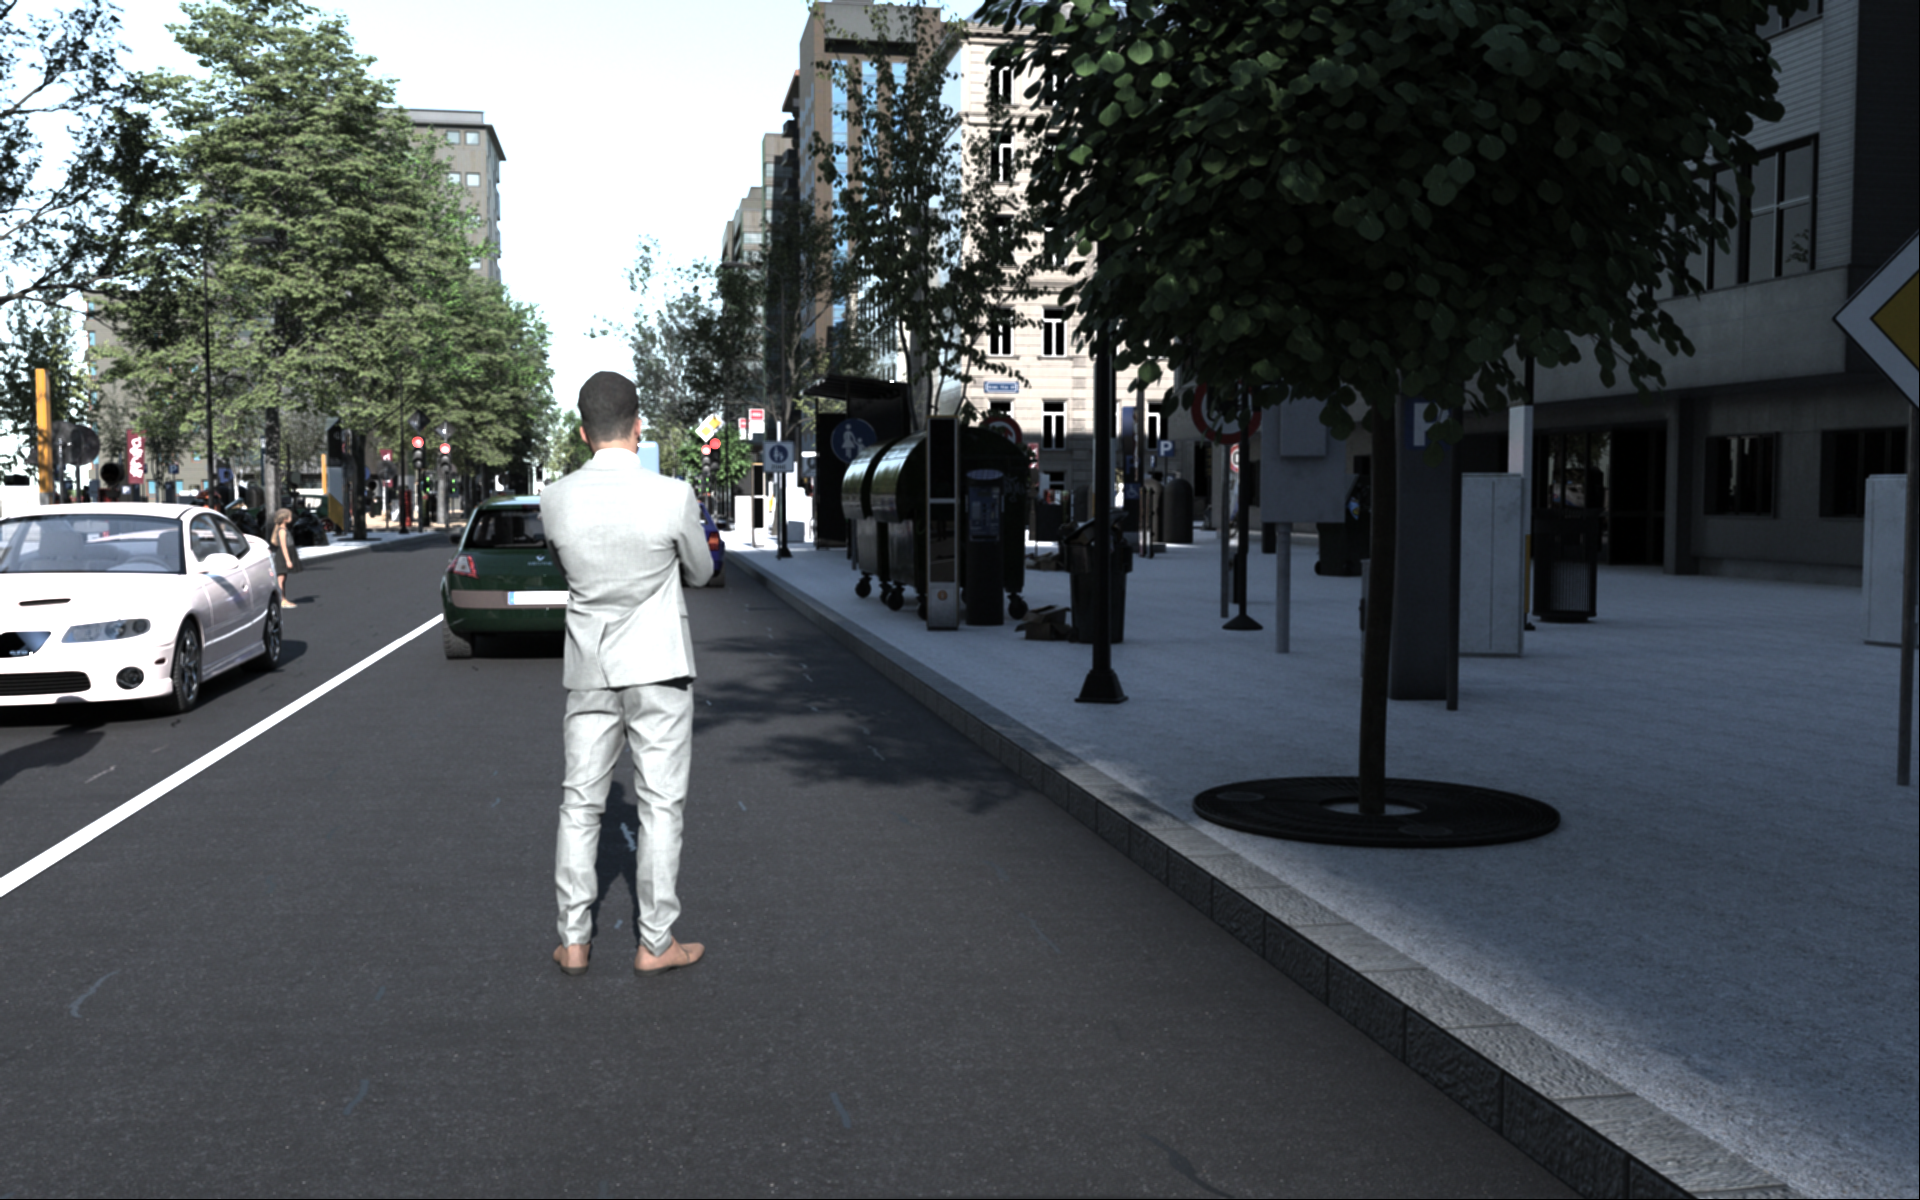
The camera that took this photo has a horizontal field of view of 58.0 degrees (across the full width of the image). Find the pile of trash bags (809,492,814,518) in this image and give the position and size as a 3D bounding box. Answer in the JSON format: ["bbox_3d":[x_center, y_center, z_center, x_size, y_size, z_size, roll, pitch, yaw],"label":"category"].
[{"bbox_3d":[-8.388,-5.237,95.384,1.912,1.369,3.447,0,4,7],"label":"pile of trash bags"}]

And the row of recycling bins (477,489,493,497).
[{"bbox_3d":[-35.963,-7.753,133.867,3.534,1.692,1.069,-1,4,-9],"label":"row of recycling bins"}]

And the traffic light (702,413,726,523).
[{"bbox_3d":[-8.339,-4.275,58.825,0.839,4.253,0.868,-1,4,-10],"label":"traffic light"}]

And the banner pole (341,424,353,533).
[{"bbox_3d":[-20.154,-4.087,56.838,0.401,3.779,0.863,0,4,-3],"label":"banner pole"}]

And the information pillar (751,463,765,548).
[{"bbox_3d":[-4.858,-2.273,41.658,0.304,2.012,0.304,-1,4,-14],"label":"information pillar"}]

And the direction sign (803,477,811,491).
[{"bbox_3d":[-11.543,-8.543,131.669,0.876,3.537,0.379,-3,4,-37],"label":"direction sign"}]

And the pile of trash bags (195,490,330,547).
[{"bbox_3d":[-17.018,-1.959,41.784,1.912,1.369,3.447,1,4,22],"label":"pile of trash bags"}]

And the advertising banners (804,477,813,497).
[{"bbox_3d":[-8.635,-6.238,98.173,0.090,3.025,2.074,1,4,17],"label":"advertising banners"}]

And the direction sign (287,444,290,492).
[{"bbox_3d":[-30.353,-5.282,78.357,0.379,3.537,0.876,-1,4,-15],"label":"direction sign"}]

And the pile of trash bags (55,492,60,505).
[{"bbox_3d":[-39.976,-4.051,75.994,1.912,1.369,3.447,-3,4,-38],"label":"pile of trash bags"}]

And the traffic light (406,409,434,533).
[{"bbox_3d":[-17.789,-4.168,57.075,0.839,4.253,0.868,-1,4,-10],"label":"traffic light"}]

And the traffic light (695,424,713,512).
[{"bbox_3d":[-9.785,-4.756,66.678,0.839,4.253,0.868,-1,4,-10],"label":"traffic light"}]

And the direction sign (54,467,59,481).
[{"bbox_3d":[-55.746,-7.001,106.459,0.876,3.537,0.379,1,4,11],"label":"direction sign"}]

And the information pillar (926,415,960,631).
[{"bbox_3d":[-0.157,-0.723,16.311,0.304,2.012,0.304,0,4,3],"label":"information pillar"}]

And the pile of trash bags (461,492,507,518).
[{"bbox_3d":[-25.668,-5.171,94.299,3.447,1.369,1.912,3,5,43],"label":"pile of trash bags"}]

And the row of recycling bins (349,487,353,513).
[{"bbox_3d":[-36.606,-5.879,103.230,1.069,1.692,3.534,-1,4,-16],"label":"row of recycling bins"}]

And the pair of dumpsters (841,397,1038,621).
[{"bbox_3d":[-0.301,-1.042,19.523,1.574,2.255,4.437,-1,4,-11],"label":"pair of dumpsters"}]

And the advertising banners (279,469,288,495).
[{"bbox_3d":[-47.024,-7.597,120.397,0.090,3.025,2.074,0,4,-7],"label":"advertising banners"}]

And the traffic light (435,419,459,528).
[{"bbox_3d":[-19.235,-4.649,64.928,0.839,4.253,0.868,-1,4,-10],"label":"traffic light"}]

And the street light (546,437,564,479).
[{"bbox_3d":[-32.897,-10.251,140.152,1.470,5.913,1.316,-1,4,-10],"label":"street light"}]

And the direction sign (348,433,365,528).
[{"bbox_3d":[-22.644,-4.444,64.651,0.876,3.537,0.379,0,4,0],"label":"direction sign"}]

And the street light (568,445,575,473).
[{"bbox_3d":[-37.410,-11.738,164.461,1.470,5.913,1.316,-1,4,-10],"label":"street light"}]

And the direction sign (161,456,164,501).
[{"bbox_3d":[-47.701,-6.828,103.629,0.379,3.537,0.876,-2,4,-26],"label":"direction sign"}]

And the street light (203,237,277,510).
[{"bbox_3d":[-13.042,-3.599,31.389,1.470,5.913,1.316,-1,4,-10],"label":"street light"}]

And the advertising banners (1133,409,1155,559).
[{"bbox_3d":[3.714,-2.385,35.178,0.090,3.025,2.074,0,4,-5],"label":"advertising banners"}]

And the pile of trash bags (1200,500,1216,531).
[{"bbox_3d":[9.314,-3.113,60.654,1.912,1.369,3.447,1,4,16],"label":"pile of trash bags"}]

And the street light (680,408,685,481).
[{"bbox_3d":[-10.151,-5.827,67.813,1.470,5.913,1.316,-1,4,-10],"label":"street light"}]

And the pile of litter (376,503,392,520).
[{"bbox_3d":[-28.252,-4.415,86.150,1.719,0.858,1.176,0,4,-4],"label":"pile of litter"}]

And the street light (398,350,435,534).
[{"bbox_3d":[-17.427,-5.096,55.856,1.470,5.913,1.316,-1,4,-10],"label":"street light"}]

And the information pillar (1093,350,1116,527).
[{"bbox_3d":[2.155,-2.103,25.743,0.183,3.616,0.504,-2,4,-30],"label":"information pillar"}]

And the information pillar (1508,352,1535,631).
[{"bbox_3d":[5.315,-1.532,16.408,0.183,3.616,0.504,0,4,1],"label":"information pillar"}]

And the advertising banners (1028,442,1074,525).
[{"bbox_3d":[3.020,-3.790,58.152,0.090,3.025,2.074,-3,5,-44],"label":"advertising banners"}]

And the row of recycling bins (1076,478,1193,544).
[{"bbox_3d":[4.761,-2.386,46.121,1.069,1.692,3.534,-3,5,-41],"label":"row of recycling bins"}]

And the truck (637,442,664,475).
[{"bbox_3d":[-15.444,-5.696,82.886,2.967,4.110,18.799,-1,4,-11],"label":"truck"}]

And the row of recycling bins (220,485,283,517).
[{"bbox_3d":[-33.902,-4.610,82.487,3.534,1.692,1.069,1,4,11],"label":"row of recycling bins"}]

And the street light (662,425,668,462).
[{"bbox_3d":[-19.122,-8.813,116.625,1.470,5.913,1.316,-1,4,-10],"label":"street light"}]

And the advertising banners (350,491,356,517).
[{"bbox_3d":[-34.805,-6.285,98.953,0.090,3.025,2.074,-2,4,-31],"label":"advertising banners"}]

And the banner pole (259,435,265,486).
[{"bbox_3d":[-26.056,-4.607,65.339,0.401,3.779,0.863,2,4,24],"label":"banner pole"}]

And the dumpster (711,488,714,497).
[{"bbox_3d":[-20.027,-8.322,138.557,1.502,2.255,1.985,-1,4,-10],"label":"dumpster"}]

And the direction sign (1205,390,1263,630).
[{"bbox_3d":[2.688,-1.491,16.370,0.876,3.537,0.379,-2,4,-29],"label":"direction sign"}]

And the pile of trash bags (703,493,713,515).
[{"bbox_3d":[-16.374,-6.755,120.197,1.912,1.369,3.447,1,4,20],"label":"pile of trash bags"}]

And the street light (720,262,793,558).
[{"bbox_3d":[-4.099,-3.811,34.855,1.470,5.913,1.316,-1,4,-10],"label":"street light"}]

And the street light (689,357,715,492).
[{"bbox_3d":[-8.462,-5.275,58.790,1.470,5.913,1.316,-1,4,-10],"label":"street light"}]

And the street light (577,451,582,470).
[{"bbox_3d":[-41.895,-13.225,188.772,1.470,5.913,1.316,-1,4,-10],"label":"street light"}]

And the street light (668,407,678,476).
[{"bbox_3d":[-14.730,-7.349,92.695,1.470,5.913,1.316,-1,4,-10],"label":"street light"}]

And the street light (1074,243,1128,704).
[{"bbox_3d":[0.345,-2.321,10.483,1.470,5.913,1.316,-1,4,-10],"label":"street light"}]

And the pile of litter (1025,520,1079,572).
[{"bbox_3d":[1.616,-0.945,29.417,1.176,0.858,1.719,1,4,16],"label":"pile of litter"}]

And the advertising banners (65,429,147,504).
[{"bbox_3d":[-22.812,-3.065,46.300,2.074,3.025,0.090,-2,4,-28],"label":"advertising banners"}]

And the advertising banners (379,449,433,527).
[{"bbox_3d":[-21.629,-4.368,67.608,2.074,3.025,0.090,-3,5,-40],"label":"advertising banners"}]
